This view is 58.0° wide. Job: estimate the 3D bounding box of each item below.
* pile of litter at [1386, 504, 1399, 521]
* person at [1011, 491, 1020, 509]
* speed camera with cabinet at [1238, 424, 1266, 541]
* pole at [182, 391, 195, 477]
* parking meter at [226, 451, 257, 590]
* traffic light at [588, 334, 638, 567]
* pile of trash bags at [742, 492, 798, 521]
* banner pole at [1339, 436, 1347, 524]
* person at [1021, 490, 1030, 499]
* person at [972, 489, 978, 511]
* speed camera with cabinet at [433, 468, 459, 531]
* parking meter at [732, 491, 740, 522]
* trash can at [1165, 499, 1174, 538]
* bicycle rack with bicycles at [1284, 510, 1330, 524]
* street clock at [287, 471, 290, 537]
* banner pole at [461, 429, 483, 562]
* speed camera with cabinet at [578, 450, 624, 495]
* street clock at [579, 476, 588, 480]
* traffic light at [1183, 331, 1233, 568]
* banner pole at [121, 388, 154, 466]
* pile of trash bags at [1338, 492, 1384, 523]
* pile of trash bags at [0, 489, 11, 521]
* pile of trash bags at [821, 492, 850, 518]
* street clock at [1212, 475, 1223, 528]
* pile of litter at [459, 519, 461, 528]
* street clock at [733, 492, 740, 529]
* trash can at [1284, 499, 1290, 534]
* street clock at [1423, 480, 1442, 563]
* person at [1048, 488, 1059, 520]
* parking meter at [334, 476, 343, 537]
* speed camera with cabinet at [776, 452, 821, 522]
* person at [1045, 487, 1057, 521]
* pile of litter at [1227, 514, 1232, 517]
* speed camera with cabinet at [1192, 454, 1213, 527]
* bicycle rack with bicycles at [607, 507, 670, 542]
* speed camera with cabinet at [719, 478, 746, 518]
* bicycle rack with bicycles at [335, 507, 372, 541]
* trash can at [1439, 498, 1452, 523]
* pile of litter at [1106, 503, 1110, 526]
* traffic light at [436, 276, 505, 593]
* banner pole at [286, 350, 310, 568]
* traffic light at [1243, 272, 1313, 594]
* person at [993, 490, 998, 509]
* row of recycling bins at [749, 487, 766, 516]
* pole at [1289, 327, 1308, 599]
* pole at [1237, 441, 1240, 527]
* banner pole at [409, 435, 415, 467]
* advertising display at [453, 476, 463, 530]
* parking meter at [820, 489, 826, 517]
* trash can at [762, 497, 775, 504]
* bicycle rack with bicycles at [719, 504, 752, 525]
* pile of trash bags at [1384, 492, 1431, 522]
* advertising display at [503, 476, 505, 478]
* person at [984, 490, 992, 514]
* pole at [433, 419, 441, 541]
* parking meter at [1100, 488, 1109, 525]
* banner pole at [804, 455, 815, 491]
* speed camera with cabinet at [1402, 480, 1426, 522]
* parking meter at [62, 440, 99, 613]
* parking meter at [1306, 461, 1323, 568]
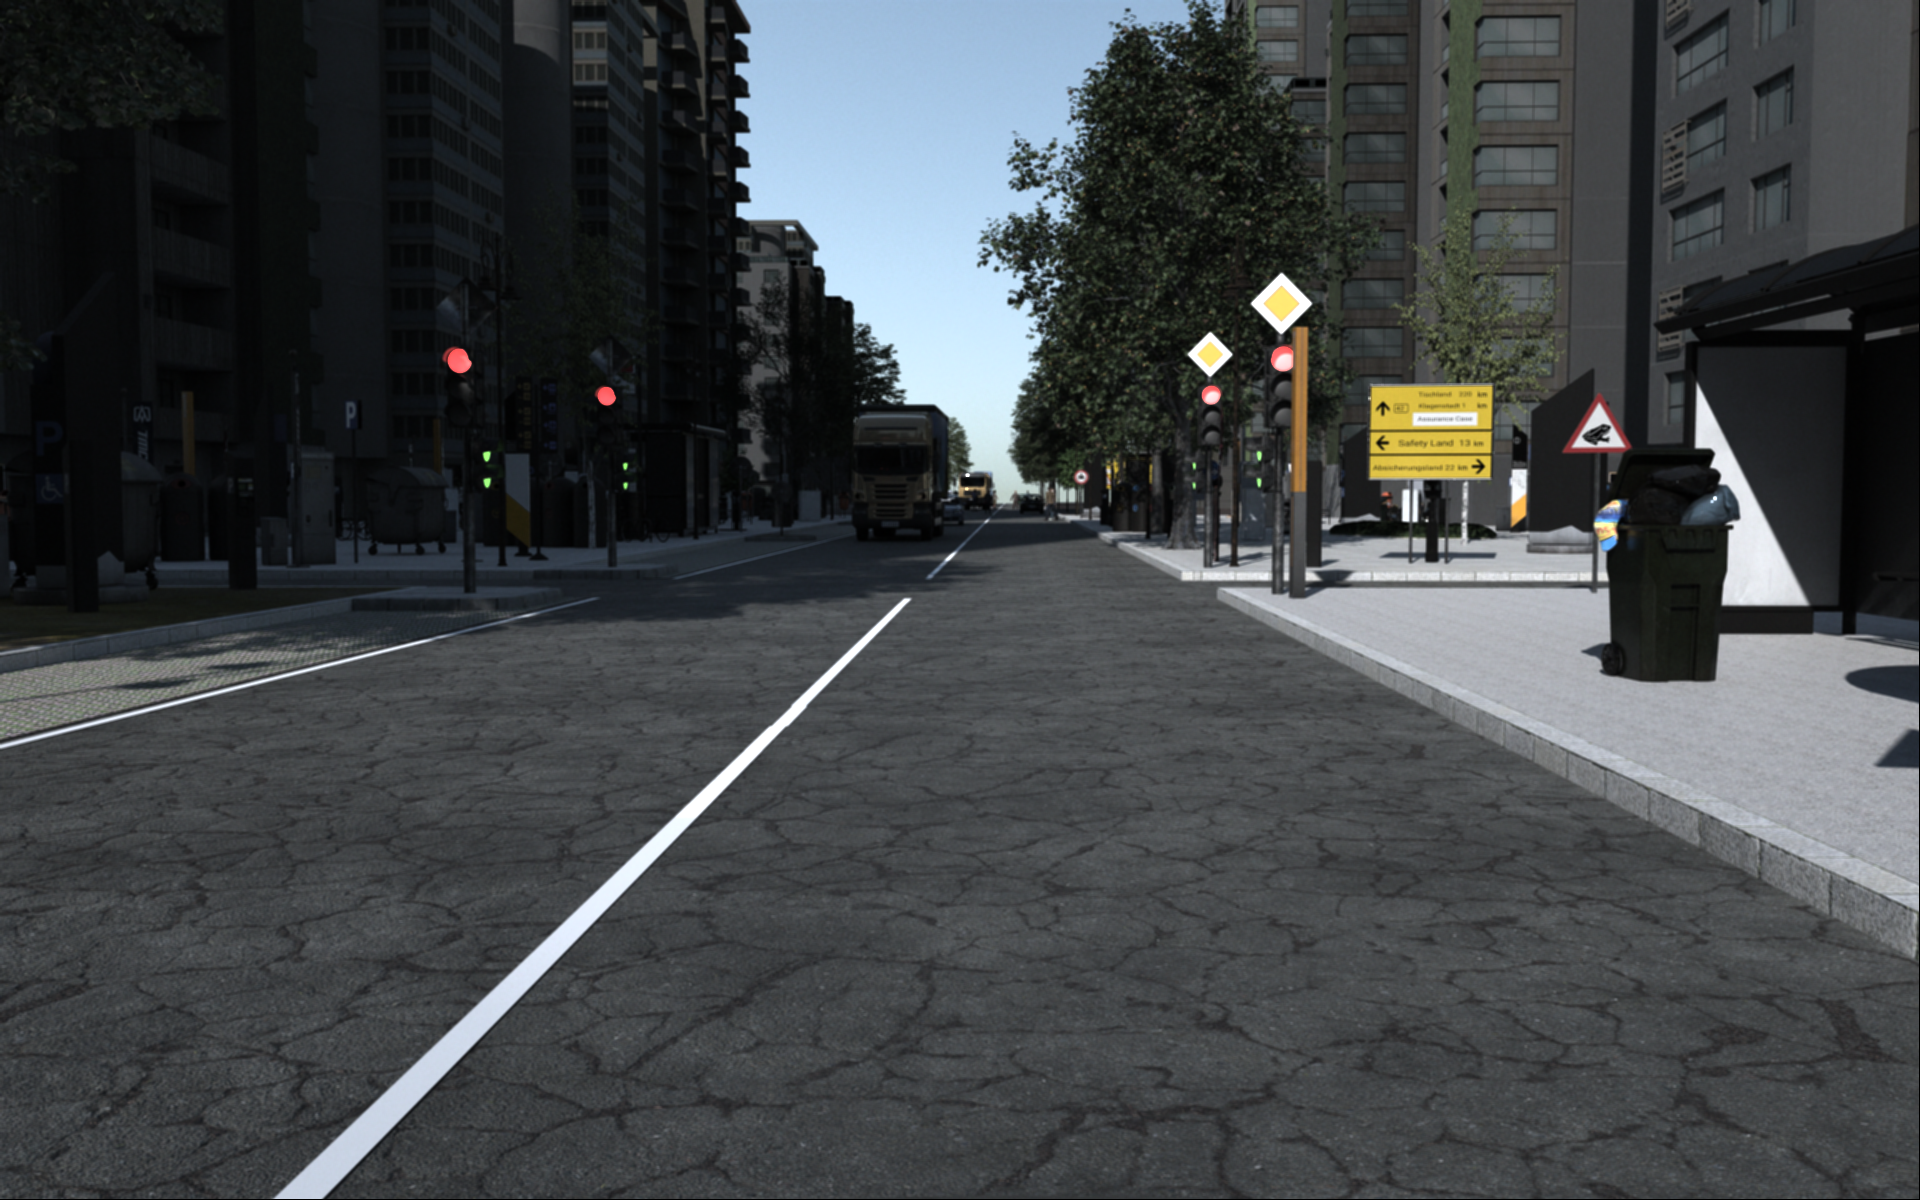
[{"bbox_3d":[18.382,-3.699,74.451,1.719,0.858,1.176,-3,4,-36],"label":"pile of litter"},{"bbox_3d":[5.232,-9.430,163.235,0.990,1.755,0.434,1,4,18],"label":"person"},{"bbox_3d":[8.179,-3.311,48.474,0.660,3.252,2.038,0,4,4],"label":"speed camera with cabinet"},{"bbox_3d":[-15.352,-2.487,34.509,0.158,3.312,0.155,0,3,0],"label":"pole"},{"bbox_3d":[-9.665,-1.076,23.297,0.255,1.863,0.399,-3,5,-44],"label":"parking meter"},{"bbox_3d":[-6.104,-2.536,30.379,0.839,4.253,0.868,0,4,2],"label":"traffic light"},{"bbox_3d":[-9.189,-4.580,84.641,3.447,1.369,1.912,-3,4,-38],"label":"pile of trash bags"},{"bbox_3d":[16.351,-5.139,74.039,0.401,3.779,0.863,2,4,34],"label":"banner pole"},{"bbox_3d":[7.120,-10.614,182.117,1.350,1.814,0.705,-1,4,-9],"label":"person"},{"bbox_3d":[1.310,-8.242,143.127,0.599,1.838,0.709,2,4,31],"label":"person"},{"bbox_3d":[-17.887,-4.035,60.310,0.660,3.252,2.038,-2,4,-24],"label":"speed camera with cabinet"},{"bbox_3d":[-10.173,-4.309,78.869,0.372,1.533,0.369,0,3,0],"label":"parking meter"},{"bbox_3d":[6.024,-2.208,47.749,0.748,1.137,0.748,0,3,0],"label":"trash can"},{"bbox_3d":[14.417,-3.677,73.504,2.852,0.926,2.925,-1,4,-17],"label":"bicycle rack with bicycles"},{"bbox_3d":[-20.224,-2.892,51.847,0.471,2.002,0.358,-2,4,-24],"label":"street clock"},{"bbox_3d":[-9.255,-2.628,32.982,0.401,3.779,0.863,0,4,-1],"label":"banner pole"},{"bbox_3d":[-16.244,-5.130,78.216,2.038,3.252,0.660,1,4,13],"label":"speed camera with cabinet"},{"bbox_3d":[-14.928,-3.946,69.079,0.358,2.002,0.471,3,5,41],"label":"street clock"},{"bbox_3d":[4.303,-2.517,30.071,0.839,4.253,0.868,0,4,2],"label":"traffic light"},{"bbox_3d":[-19.501,-3.119,41.020,0.863,3.779,0.401,-1,4,-11],"label":"banner pole"},{"bbox_3d":[18.676,-4.207,78.534,1.912,1.369,3.447,3,5,40],"label":"pile of trash bags"},{"bbox_3d":[-19.185,-1.455,33.550,3.447,1.369,1.912,2,4,27],"label":"pile of trash bags"},{"bbox_3d":[-7.563,-5.041,92.179,3.447,1.369,1.912,0,4,2],"label":"pile of trash bags"},{"bbox_3d":[9.761,-3.744,65.782,0.358,2.002,0.471,2,4,34],"label":"street clock"},{"bbox_3d":[-18.862,-3.178,65.933,1.719,0.858,1.176,-3,5,-39],"label":"pile of litter"},{"bbox_3d":[-8.058,-3.538,62.411,0.358,2.002,0.471,-1,4,-8],"label":"street clock"},{"bbox_3d":[10.336,-2.663,55.191,0.748,1.137,0.748,0,3,0],"label":"trash can"},{"bbox_3d":[8.872,-1.710,32.521,0.471,2.002,0.358,2,4,35],"label":"street clock"},{"bbox_3d":[5.155,-5.275,95.340,0.643,1.750,0.593,0,4,-2],"label":"person"},{"bbox_3d":[-18.456,-2.782,51.202,0.399,1.863,0.255,-2,4,-32],"label":"parking meter"},{"bbox_3d":[-7.570,-5.304,81.054,2.038,3.252,0.660,-1,4,-17],"label":"speed camera with cabinet"},{"bbox_3d":[4.931,-5.222,93.785,0.836,1.842,0.656,2,4,31],"label":"person"},{"bbox_3d":[15.370,-4.955,94.980,1.176,0.858,1.719,-2,4,-33],"label":"pile of litter"},{"bbox_3d":[9.004,-4.462,67.293,0.660,3.252,2.038,-2,4,-28],"label":"speed camera with cabinet"},{"bbox_3d":[-9.443,-2.013,46.290,2.852,0.926,2.925,-3,4,-38],"label":"bicycle rack with bicycles"},{"bbox_3d":[-12.478,-5.983,92.163,2.038,3.252,0.660,-1,4,-19],"label":"speed camera with cabinet"},{"bbox_3d":[-16.500,-2.149,48.523,2.925,0.926,2.852,1,4,22],"label":"bicycle rack with bicycles"},{"bbox_3d":[16.298,-2.884,58.815,0.748,1.137,0.748,0,3,0],"label":"trash can"},{"bbox_3d":[6.551,-3.472,70.740,1.176,0.858,1.719,2,4,31],"label":"pile of litter"},{"bbox_3d":[-6.353,-2.048,22.398,0.839,4.253,0.868,0,4,2],"label":"traffic light"},{"bbox_3d":[-11.442,-2.440,29.915,0.401,3.779,0.863,-2,4,-28],"label":"banner pole"},{"bbox_3d":[4.053,-2.029,22.089,0.839,4.253,0.868,0,4,2],"label":"traffic light"},{"bbox_3d":[3.416,-9.790,168.571,0.705,1.824,1.348,-1,4,-19],"label":"person"},{"bbox_3d":[-11.820,-5.753,101.172,1.069,1.692,3.534,0,4,-6],"label":"row of recycling bins"},{"bbox_3d":[4.155,-1.676,21.249,0.158,3.312,0.155,0,3,0],"label":"pole"},{"bbox_3d":[10.715,-4.473,66.979,0.158,3.312,0.155,0,3,0],"label":"pole"},{"bbox_3d":[-23.155,-5.093,73.283,0.401,3.779,0.863,0,4,2],"label":"banner pole"},{"bbox_3d":[-17.590,-3.456,61.724,0.974,1.923,0.123,0,4,1],"label":"advertising display"},{"bbox_3d":[-7.647,-5.567,96.730,0.255,1.863,0.399,-2,4,-31],"label":"parking meter"},{"bbox_3d":[-9.926,-4.787,89.920,0.748,1.137,0.748,0,3,0],"label":"trash can"},{"bbox_3d":[-10.318,-3.678,73.515,2.852,0.926,2.925,3,5,43],"label":"bicycle rack with bicycles"},{"bbox_3d":[18.192,-3.607,68.732,1.912,1.369,3.447,2,4,23],"label":"pile of trash bags"},{"bbox_3d":[-16.662,-3.501,62.461,0.123,1.923,0.974,-3,5,-42],"label":"advertising display"},{"bbox_3d":[2.034,-7.087,124.907,0.617,1.759,0.750,0,4,-5],"label":"person"},{"bbox_3d":[-14.189,-3.254,47.054,0.158,3.312,0.155,0,3,0],"label":"pole"},{"bbox_3d":[6.038,-3.904,72.249,0.372,1.533,0.369,0,3,0],"label":"parking meter"},{"bbox_3d":[-8.877,-6.817,101.482,0.863,3.779,0.401,1,4,19],"label":"banner pole"},{"bbox_3d":[16.706,-4.238,63.631,0.660,3.252,2.038,1,4,23],"label":"speed camera with cabinet"},{"bbox_3d":[-9.597,-0.806,18.897,0.255,1.863,0.399,-3,5,-39],"label":"parking meter"},{"bbox_3d":[6.216,-1.509,30.386,0.255,1.863,0.399,1,4,13],"label":"parking meter"}]
